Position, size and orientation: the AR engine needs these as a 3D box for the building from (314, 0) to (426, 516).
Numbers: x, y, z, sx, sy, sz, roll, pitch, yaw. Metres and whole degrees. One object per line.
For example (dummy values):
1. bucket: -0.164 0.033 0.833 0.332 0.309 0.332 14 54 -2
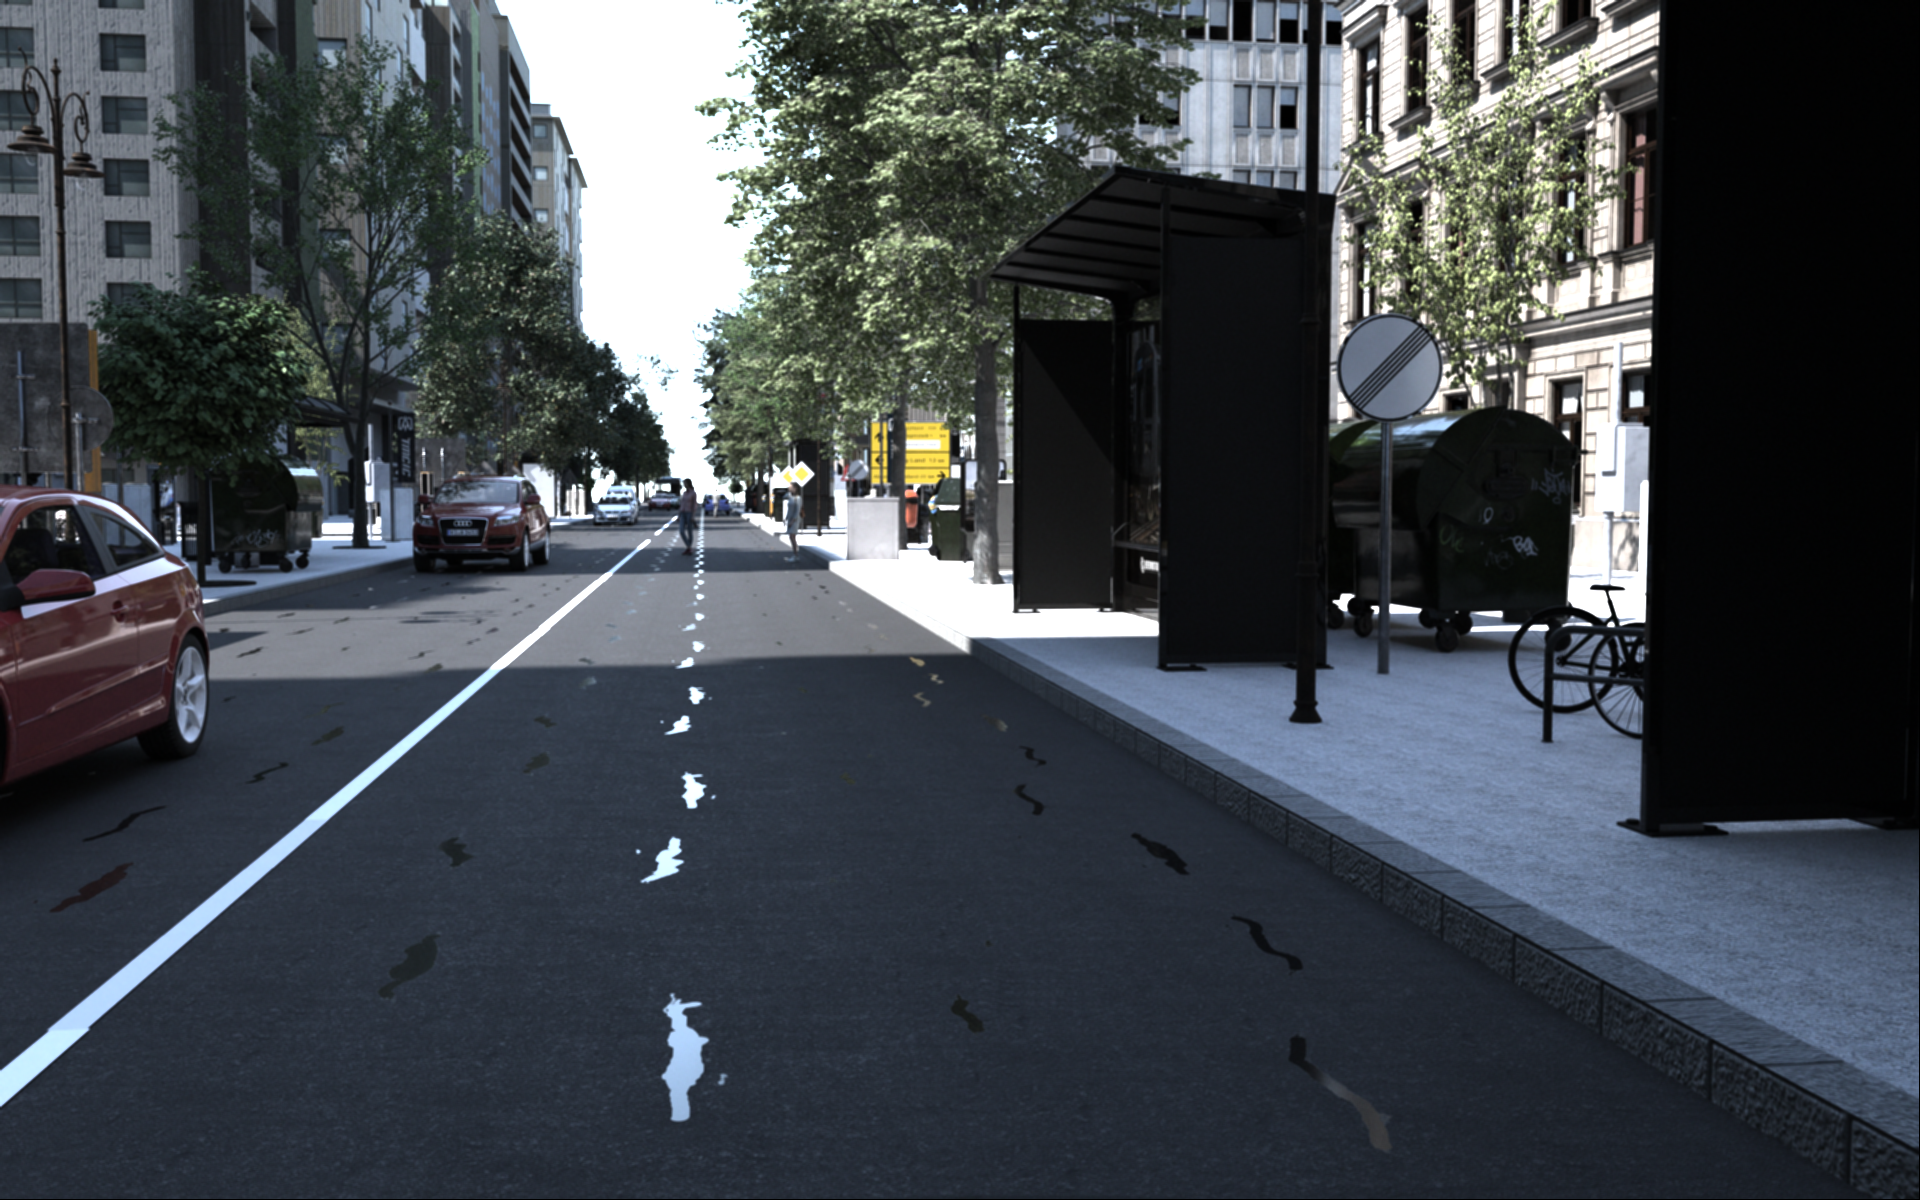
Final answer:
1. building: -49.473 -31.866 110.247 28.713 52.752 27.495 -1 4 -8

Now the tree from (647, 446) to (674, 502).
1. tree: -42.801 -18.598 238.483 7.601 10.594 8.767 0 4 3

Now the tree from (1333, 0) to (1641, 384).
1. tree: 7.743 -4.603 25.617 4.737 8.622 4.395 0 3 0

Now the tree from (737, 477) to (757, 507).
1. tree: -19.875 -10.438 165.267 1.663 3.219 1.824 0 3 0

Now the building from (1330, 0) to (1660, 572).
1. building: 15.015 -10.329 33.511 10.561 19.102 19.286 -1 4 -8

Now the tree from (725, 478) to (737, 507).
1. tree: -23.021 -11.236 178.317 1.663 3.219 1.824 0 3 0

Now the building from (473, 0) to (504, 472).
1. building: -47.840 -30.645 151.160 14.600 45.320 14.200 -1 4 -8

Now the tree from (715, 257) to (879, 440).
1. tree: -6.967 -9.175 75.759 9.928 11.665 9.643 0 3 0

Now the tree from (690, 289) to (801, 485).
1. tree: -17.130 -18.225 153.875 12.611 20.169 13.585 0 3 0

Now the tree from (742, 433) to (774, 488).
1. tree: -16.329 -11.647 140.796 4.737 8.622 4.395 0 3 0

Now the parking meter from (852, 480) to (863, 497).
1. parking meter: -3.954 -3.743 66.909 0.399 1.863 0.255 -2 4 -34

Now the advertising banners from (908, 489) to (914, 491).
1. advertising banners: -1.445 -3.264 49.553 0.090 3.025 2.074 -1 4 -8

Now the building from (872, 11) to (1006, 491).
1. building: -0.833 -28.591 151.054 14.154 41.232 14.086 -1 4 -8

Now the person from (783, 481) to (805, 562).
1. person: -3.547 -1.679 36.953 0.522 1.701 0.512 -3 4 -38

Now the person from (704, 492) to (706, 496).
1. person: -35.956 -14.390 244.687 0.541 1.710 0.530 1 4 15

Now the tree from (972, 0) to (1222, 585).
1. tree: -0.035 -6.484 24.139 7.486 12.596 7.792 0 3 0

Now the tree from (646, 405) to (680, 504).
1. tree: -26.148 -12.517 121.657 9.611 12.733 9.660 0 3 0

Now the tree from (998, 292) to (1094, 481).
1. tree: 2.812 -6.173 51.299 4.737 8.622 4.395 0 3 0

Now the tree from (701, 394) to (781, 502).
1. tree: -15.255 -11.883 128.697 8.767 10.594 7.601 0 4 -2

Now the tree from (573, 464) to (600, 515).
1. tree: -23.317 -6.908 107.547 1.663 3.219 1.824 0 3 0

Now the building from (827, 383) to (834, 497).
1. building: -12.923 -28.542 238.363 14.160 30.474 14.107 -1 4 -8

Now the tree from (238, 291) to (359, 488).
1. tree: -24.907 -6.817 61.823 4.737 8.622 4.395 0 3 0

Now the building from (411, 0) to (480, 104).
1. building: -45.832 -27.738 137.105 14.154 41.232 14.086 -1 4 -8

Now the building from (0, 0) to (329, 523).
1. building: -37.393 -18.706 77.544 14.160 30.474 14.107 -1 4 -8

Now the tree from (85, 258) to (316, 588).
1. tree: -10.680 -2.477 24.205 4.285 4.588 4.351 0 3 0

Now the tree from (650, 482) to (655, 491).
1. tree: -49.931 -20.473 285.101 4.360 8.622 3.978 0 3 0

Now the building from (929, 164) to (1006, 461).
1. building: 5.979 -16.069 104.526 13.314 21.916 24.055 -1 4 -8

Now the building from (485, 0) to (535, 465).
1. building: -53.372 -33.309 168.306 21.300 48.544 21.600 -1 4 -8

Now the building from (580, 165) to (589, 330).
1. building: -71.429 -41.210 263.026 28.713 52.752 27.495 -1 4 -8

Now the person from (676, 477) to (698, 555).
1. person: -6.445 -1.977 40.827 0.555 1.821 0.388 1 4 23

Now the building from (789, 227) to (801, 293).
1. building: -16.733 -40.418 284.530 21.300 48.544 21.600 -1 4 -8

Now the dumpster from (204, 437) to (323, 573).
1. dumpster: -11.599 -1.613 28.873 1.502 2.255 1.985 -1 4 -8

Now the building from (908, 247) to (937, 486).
1. building: 2.401 -17.786 126.960 11.583 22.565 21.152 -1 4 -8

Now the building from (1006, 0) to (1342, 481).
1. building: 12.936 -15.981 79.309 19.932 24.808 12.078 -1 4 -8

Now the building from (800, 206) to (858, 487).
1. building: -17.070 -37.656 265.791 14.600 45.320 14.200 -1 4 -8

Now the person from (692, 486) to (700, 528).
1. person: -11.232 -3.923 73.043 0.661 1.777 0.834 3 4 36

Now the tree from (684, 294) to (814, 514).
1. tree: -12.679 -12.478 110.670 9.857 13.997 8.962 0 3 0

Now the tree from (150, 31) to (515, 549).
1. tree: -14.230 -7.010 40.371 9.928 11.665 9.643 0 3 0

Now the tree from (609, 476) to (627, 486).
1. tree: -31.018 -9.935 157.044 1.663 3.219 1.824 0 3 0

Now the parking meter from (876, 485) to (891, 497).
1. parking meter: -2.793 -3.239 61.362 0.372 1.533 0.369 0 3 0

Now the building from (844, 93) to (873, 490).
1. building: -0.103 -31.703 172.965 22.147 44.769 28.867 -1 4 -8

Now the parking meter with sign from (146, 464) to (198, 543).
1. parking meter with sign: -20.756 -2.981 45.003 1.738 3.016 0.543 -1 4 -21

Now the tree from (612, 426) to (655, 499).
1. tree: -29.742 -12.389 152.917 4.737 8.622 4.395 0 3 0

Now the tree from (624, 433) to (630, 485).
1. tree: -35.905 -16.810 192.969 7.486 12.596 7.792 0 3 0

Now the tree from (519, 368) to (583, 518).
1. tree: -21.916 -8.801 94.256 4.737 8.622 4.395 0 3 0

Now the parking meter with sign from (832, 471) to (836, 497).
1. parking meter with sign: -9.232 -8.168 129.801 0.543 3.016 1.738 -1 4 -9

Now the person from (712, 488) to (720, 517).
1. person: -15.074 -6.044 107.526 0.606 1.804 0.583 2 4 25

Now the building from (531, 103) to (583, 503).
1. building: -67.648 -39.548 235.843 28.713 52.752 27.495 -1 4 -8

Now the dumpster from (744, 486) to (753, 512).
1. dumpster: -14.699 -7.167 122.931 1.264 1.857 1.865 -1 4 -8

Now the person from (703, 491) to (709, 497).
1. person: -35.828 -14.528 245.665 1.348 1.869 0.705 -1 4 -15

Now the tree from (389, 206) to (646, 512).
1. tree: -18.004 -9.310 69.219 9.611 12.733 9.660 0 3 0

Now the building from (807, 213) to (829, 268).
1. building: -15.314 -34.759 251.905 14.154 41.232 14.086 -1 4 -8

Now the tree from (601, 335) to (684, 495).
1. tree: -39.695 -21.445 206.514 12.611 20.169 13.585 0 3 0
